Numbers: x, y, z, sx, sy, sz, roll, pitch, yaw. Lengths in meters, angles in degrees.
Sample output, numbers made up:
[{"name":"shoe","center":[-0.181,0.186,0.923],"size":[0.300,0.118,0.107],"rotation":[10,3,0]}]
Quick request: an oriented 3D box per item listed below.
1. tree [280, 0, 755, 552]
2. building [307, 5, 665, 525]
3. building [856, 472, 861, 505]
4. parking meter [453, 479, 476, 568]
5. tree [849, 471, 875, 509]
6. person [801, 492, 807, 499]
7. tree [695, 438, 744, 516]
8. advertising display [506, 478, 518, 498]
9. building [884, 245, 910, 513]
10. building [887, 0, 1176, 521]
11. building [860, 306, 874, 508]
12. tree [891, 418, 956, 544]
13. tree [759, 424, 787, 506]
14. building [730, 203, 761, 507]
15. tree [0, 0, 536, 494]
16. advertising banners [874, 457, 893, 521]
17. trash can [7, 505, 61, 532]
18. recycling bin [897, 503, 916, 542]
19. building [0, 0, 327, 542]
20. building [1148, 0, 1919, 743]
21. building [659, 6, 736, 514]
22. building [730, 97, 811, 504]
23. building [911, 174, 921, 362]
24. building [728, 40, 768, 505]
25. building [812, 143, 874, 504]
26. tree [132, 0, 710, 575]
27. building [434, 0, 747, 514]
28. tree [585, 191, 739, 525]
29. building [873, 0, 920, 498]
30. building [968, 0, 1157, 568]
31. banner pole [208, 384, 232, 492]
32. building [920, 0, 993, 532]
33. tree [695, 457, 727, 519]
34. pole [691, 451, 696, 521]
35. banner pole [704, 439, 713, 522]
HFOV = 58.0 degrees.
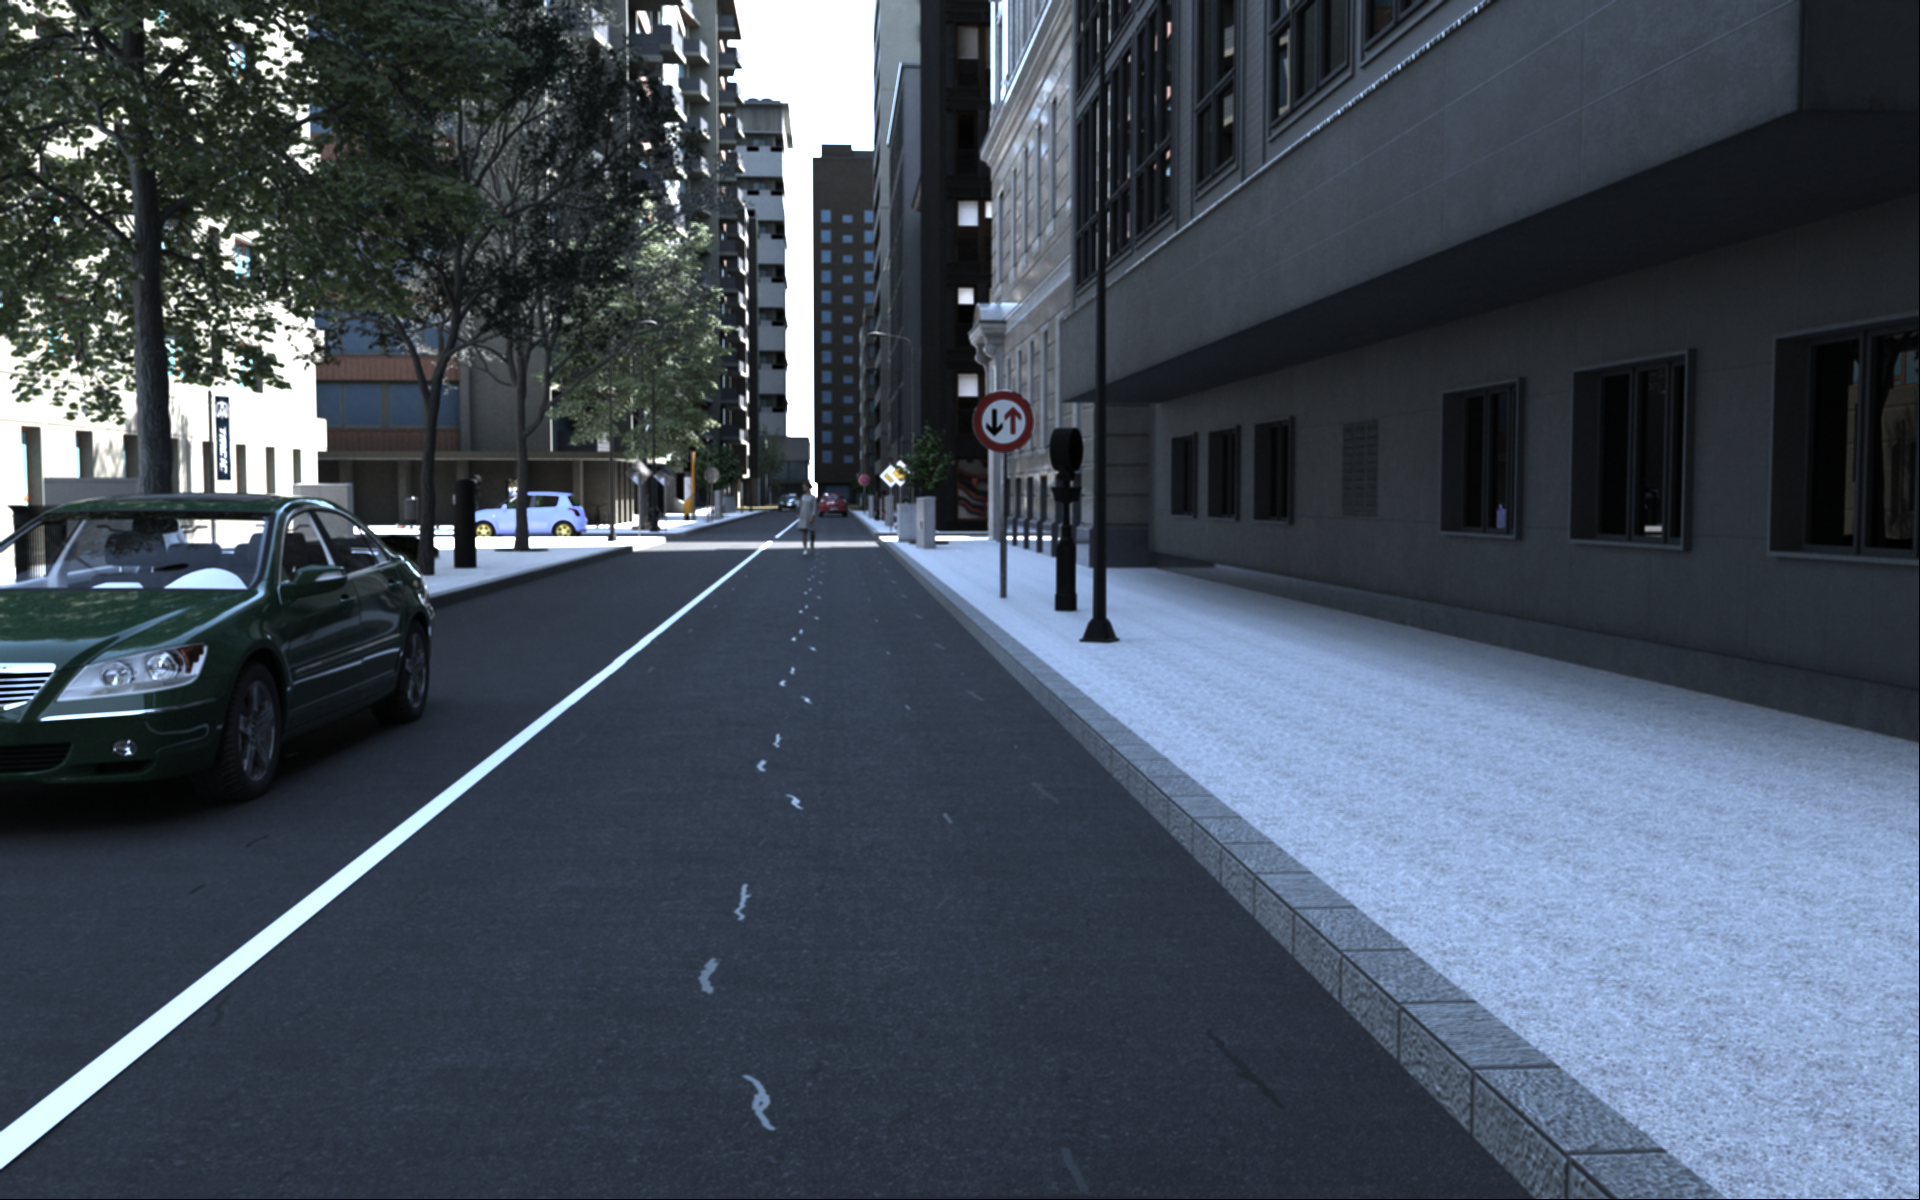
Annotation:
[{"name":"tree","center":[-9.735,-7.847,38.664],"size":[12.009,13.543,11.850],"rotation":[0,3,0]},{"name":"building","center":[-24.842,-26.178,82.638],"size":[22.147,44.769,28.867],"rotation":[0,4,-4]},{"name":"building","center":[-1.539,-46.447,197.665],"size":[20.563,71.187,20.611],"rotation":[0,4,-4]},{"name":"parking meter","center":[-8.636,-1.332,30.192],"size":[0.372,1.533,0.369],"rotation":[0,3,0]},{"name":"tree","center":[-8.491,-9.397,148.244],"size":[1.663,3.219,1.824],"rotation":[0,3,0]},{"name":"person","center":[-14.827,-9.714,167.847],"size":[1.217,1.766,0.721],"rotation":[0,4,-1]},{"name":"tree","center":[-14.377,-7.236,102.017],"size":[4.285,4.588,4.351],"rotation":[0,3,0]},{"name":"advertising display","center":[-17.486,-3.863,68.379],"size":[0.123,1.923,0.974],"rotation":[3,4,36]},{"name":"building","center":[-0.305,-16.867,124.926],"size":[9.793,20.994,18.267],"rotation":[0,4,-4]},{"name":"building","center":[3.206,-18.945,103.250],"size":[14.314,27.812,24.014],"rotation":[0,4,-4]},{"name":"building","center":[4.019,-20.141,174.336],"size":[27.650,21.520,28.899],"rotation":[0,4,-4]},{"name":"tree","center":[-0.945,-3.059,44.608],"size":[1.663,3.219,1.824],"rotation":[0,3,0]},{"name":"tree","center":[-19.887,-14.106,180.992],"size":[4.737,8.622,4.395],"rotation":[0,3,0]},{"name":"building","center":[-26.833,-24.247,168.134],"size":[14.160,30.474,14.107],"rotation":[0,4,-4]},{"name":"tree","center":[-8.218,-6.067,17.328],"size":[7.486,12.596,7.792],"rotation":[0,3,0]},{"name":"advertising banners","center":[-3.691,-5.345,83.579],"size":[0.090,3.025,2.074],"rotation":[-2,4,-27]},{"name":"trash can","center":[-11.819,-0.650,22.278],"size":[0.748,1.137,0.748],"rotation":[0,3,0]},{"name":"recycling bin","center":[-1.338,-2.099,46.876],"size":[0.722,1.027,0.722],"rotation":[0,4,-5]},{"name":"building","center":[-31.358,-11.546,33.816],"size":[28.899,21.520,27.650],"rotation":[0,4,-4]},{"name":"building","center":[9.581,-13.700,17.509],"size":[14.314,27.812,24.014],"rotation":[0,4,-4]},{"name":"building","center":[-31.832,-25.984,116.719],"size":[32.217,40.220,23.993],"rotation":[0,4,-4]},{"name":"building","center":[-33.808,-39.188,229.959],"size":[27.495,52.752,28.713],"rotation":[0,4,-4]},{"name":"building","center":[3.431,-13.287,81.862],"size":[10.561,19.102,19.286],"rotation":[0,4,-4]},{"name":"building","center":[-37.687,-53.855,193.205],"size":[31.000,86.520,22.319],"rotation":[0,4,-4]},{"name":"building","center":[-11.920,-35.141,224.670],"size":[14.200,45.320,14.600],"rotation":[0,4,-4]},{"name":"tree","center":[-8.381,-5.652,26.830],"size":[8.767,10.594,7.601],"rotation":[-1,4,-21]},{"name":"building","center":[-29.611,-30.053,145.985],"size":[22.147,44.769,28.867],"rotation":[0,4,-4]},{"name":"tree","center":[-12.091,-8.983,64.992],"size":[7.486,12.596,7.792],"rotation":[0,3,0]},{"name":"building","center":[3.516,-32.080,148.202],"size":[21.300,48.544,21.600],"rotation":[0,4,-4]},{"name":"building","center":[7.728,-15.506,39.429],"size":[13.634,28.700,20.117],"rotation":[0,4,-4]},{"name":"banner pole","center":[-16.618,-2.986,38.830],"size":[0.401,3.779,0.863],"rotation":[1,4,17]},{"name":"building","center":[6.737,-14.403,65.169],"size":[15.834,23.373,12.332],"rotation":[0,4,-4]},{"name":"tree","center":[-12.921,-5.882,90.764],"size":[1.663,3.219,1.824],"rotation":[0,3,0]},{"name":"pole","center":[-12.763,-5.448,82.923],"size":[0.158,3.312,0.155],"rotation":[0,3,0]},{"name":"banner pole","center":[-11.593,-5.484,79.673],"size":[0.401,3.779,0.863],"rotation":[0,4,-5]}]
